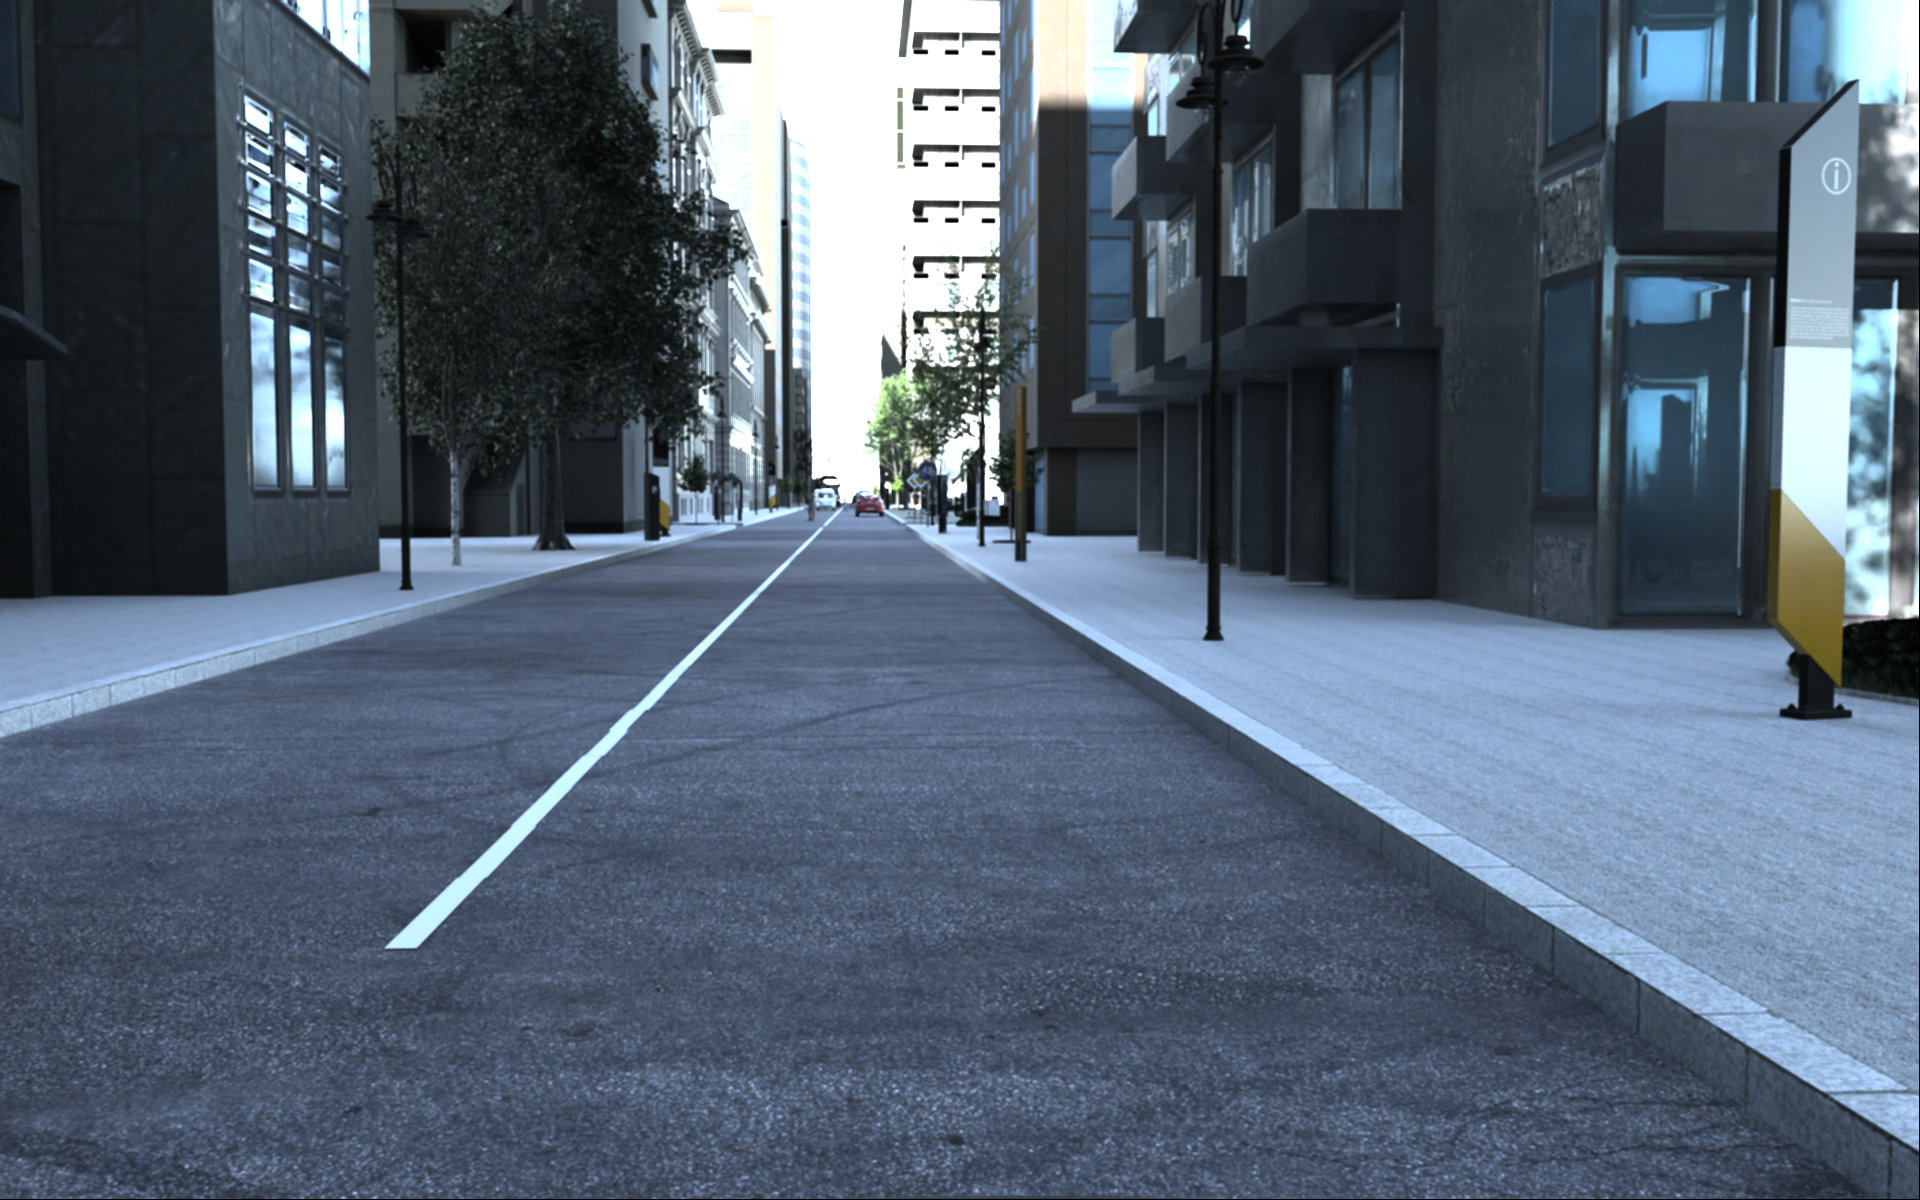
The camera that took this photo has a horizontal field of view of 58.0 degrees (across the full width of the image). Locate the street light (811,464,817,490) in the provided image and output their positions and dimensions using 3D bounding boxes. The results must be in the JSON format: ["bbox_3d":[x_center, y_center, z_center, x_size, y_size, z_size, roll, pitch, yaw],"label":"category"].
[{"bbox_3d":[-20.284,-16.250,238.479,0.468,5.910,1.993,0,4,-3],"label":"street light"}]

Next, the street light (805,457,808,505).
[{"bbox_3d":[-18.585,-14.485,209.615,0.468,5.910,1.993,0,4,-3],"label":"street light"}]

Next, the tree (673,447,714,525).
[{"bbox_3d":[-10.992,-4.742,72.140,1.663,3.219,1.824,0,3,0],"label":"tree"}]

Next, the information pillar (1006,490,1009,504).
[{"bbox_3d":[4.017,-8.567,144.561,0.304,2.012,0.304,1,4,18],"label":"information pillar"}]

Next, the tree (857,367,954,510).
[{"bbox_3d":[-4.282,-13.111,140.124,9.928,11.665,9.643,0,3,0],"label":"tree"}]

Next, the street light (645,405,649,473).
[{"bbox_3d":[-9.002,-4.707,49.739,0.468,5.910,1.993,0,4,-3],"label":"street light"}]

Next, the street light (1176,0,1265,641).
[{"bbox_3d":[2.230,-2.585,15.059,0.468,5.910,1.993,0,4,-3],"label":"street light"}]

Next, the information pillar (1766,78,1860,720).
[{"bbox_3d":[4.842,-1.130,9.825,0.504,3.616,0.183,-1,4,-18],"label":"information pillar"}]

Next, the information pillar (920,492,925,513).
[{"bbox_3d":[-2.500,-6.846,116.421,0.304,2.012,0.304,0,4,-5],"label":"information pillar"}]

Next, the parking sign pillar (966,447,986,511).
[{"bbox_3d":[0.885,-6.620,96.715,1.447,3.967,1.447,-2,4,-35],"label":"parking sign pillar"}]

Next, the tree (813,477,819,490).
[{"bbox_3d":[-25.688,-20.061,311.710,4.285,4.588,4.351,0,3,0],"label":"tree"}]

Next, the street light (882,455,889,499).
[{"bbox_3d":[-7.503,-12.474,176.730,0.468,5.910,1.993,0,4,-3],"label":"street light"}]

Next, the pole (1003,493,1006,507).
[{"bbox_3d":[3.033,-7.593,117.986,0.158,3.312,0.155,0,3,0],"label":"pole"}]

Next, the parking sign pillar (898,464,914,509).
[{"bbox_3d":[-4.485,-9.652,146.287,1.447,3.967,1.447,0,4,6],"label":"parking sign pillar"}]

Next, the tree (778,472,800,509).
[{"bbox_3d":[-15.347,-9.678,152.828,1.663,3.219,1.824,0,3,0],"label":"tree"}]

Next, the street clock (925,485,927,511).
[{"bbox_3d":[-2.597,-7.642,129.523,0.358,2.002,0.471,-1,4,-16],"label":"street clock"}]

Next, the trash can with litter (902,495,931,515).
[{"bbox_3d":[-2.543,-5.950,108.333,2.233,1.210,1.678,-1,4,-9],"label":"trash can with litter"}]

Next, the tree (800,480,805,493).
[{"bbox_3d":[-17.547,-11.675,185.480,1.663,3.219,1.824,0,3,0],"label":"tree"}]

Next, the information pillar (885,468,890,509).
[{"bbox_3d":[-6.424,-9.918,153.518,0.504,3.616,0.183,-1,4,-10],"label":"information pillar"}]

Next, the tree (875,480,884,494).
[{"bbox_3d":[-8.343,-12.624,201.001,1.663,3.219,1.824,0,3,0],"label":"tree"}]

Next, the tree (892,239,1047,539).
[{"bbox_3d":[0.298,-6.060,49.439,4.737,8.622,4.395,0,3,0],"label":"tree"}]

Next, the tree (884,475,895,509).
[{"bbox_3d":[-5.179,-9.510,150.083,1.663,3.219,1.824,0,3,0],"label":"tree"}]

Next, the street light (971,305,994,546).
[{"bbox_3d":[0.541,-4.261,42.452,0.468,5.910,1.993,0,4,-3],"label":"street light"}]

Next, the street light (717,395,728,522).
[{"bbox_3d":[-10.899,-6.528,79.517,0.468,5.910,1.993,0,4,-3],"label":"street light"}]

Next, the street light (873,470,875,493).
[{"bbox_3d":[-12.433,-17.558,259.860,0.468,5.910,1.993,0,4,-3],"label":"street light"}]

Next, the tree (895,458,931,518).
[{"bbox_3d":[-2.396,-6.027,93.136,1.663,3.219,1.824,0,3,0],"label":"tree"}]

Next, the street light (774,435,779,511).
[{"bbox_3d":[-14.067,-9.813,133.237,0.468,5.910,1.993,0,4,-3],"label":"street light"}]

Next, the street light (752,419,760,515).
[{"bbox_3d":[-12.516,-8.160,106.211,0.468,5.910,1.993,0,4,-3],"label":"street light"}]

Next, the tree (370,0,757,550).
[{"bbox_3d":[-9.465,-7.502,39.671,9.611,12.733,9.660,0,3,0],"label":"tree"}]

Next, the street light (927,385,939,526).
[{"bbox_3d":[-1.126,-5.980,70.568,0.468,5.910,1.993,0,4,-3],"label":"street light"}]

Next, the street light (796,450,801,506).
[{"bbox_3d":[-17.049,-12.850,182.883,0.468,5.910,1.993,0,4,-3],"label":"street light"}]

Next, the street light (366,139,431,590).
[{"bbox_3d":[-7.421,-3.074,23.044,0.468,5.910,1.993,0,4,-3],"label":"street light"}]

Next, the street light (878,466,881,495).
[{"bbox_3d":[-9.101,-14.120,203.655,0.468,5.910,1.993,0,4,-3],"label":"street light"}]

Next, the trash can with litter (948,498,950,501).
[{"bbox_3d":[-1.138,-6.487,117.448,0.624,1.170,1.055,1,4,22],"label":"trash can with litter"}]

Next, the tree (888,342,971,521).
[{"bbox_3d":[-1.200,-8.124,83.191,4.360,8.622,3.978,0,3,0],"label":"tree"}]

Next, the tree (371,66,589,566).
[{"bbox_3d":[-8.820,-4.927,30.923,4.360,8.622,3.978,0,3,0],"label":"tree"}]

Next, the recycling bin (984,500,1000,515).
[{"bbox_3d":[1.356,-4.126,80.016,0.722,1.027,0.722,-3,4,-36],"label":"recycling bin"}]

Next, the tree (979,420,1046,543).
[{"bbox_3d":[1.382,-3.115,45.525,1.663,3.219,1.824,0,3,0],"label":"tree"}]

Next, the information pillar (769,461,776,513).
[{"bbox_3d":[-13.055,-7.887,120.300,0.504,3.616,0.183,-1,4,-9],"label":"information pillar"}]

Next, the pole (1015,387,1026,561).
[{"bbox_3d":[1.159,-2.394,32.991,0.158,3.312,0.155,0,3,0],"label":"pole"}]

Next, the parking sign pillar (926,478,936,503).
[{"bbox_3d":[-2.725,-10.051,152.801,1.447,3.967,1.447,0,4,2],"label":"parking sign pillar"}]

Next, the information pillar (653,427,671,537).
[{"bbox_3d":[-9.013,-3.728,52.305,0.504,3.616,0.183,-1,4,-10],"label":"information pillar"}]

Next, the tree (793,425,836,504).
[{"bbox_3d":[-20.709,-18.150,231.170,8.767,10.594,7.601,-1,4,-11],"label":"tree"}]

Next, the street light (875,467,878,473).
[{"bbox_3d":[-10.737,-15.753,230.347,0.468,5.910,1.993,0,4,-3],"label":"street light"}]

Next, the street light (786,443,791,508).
[{"bbox_3d":[-15.441,-11.217,156.189,0.468,5.910,1.993,0,4,-3],"label":"street light"}]

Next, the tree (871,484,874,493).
[{"bbox_3d":[-14.936,-18.990,305.089,1.663,3.219,1.824,0,3,0],"label":"tree"}]
